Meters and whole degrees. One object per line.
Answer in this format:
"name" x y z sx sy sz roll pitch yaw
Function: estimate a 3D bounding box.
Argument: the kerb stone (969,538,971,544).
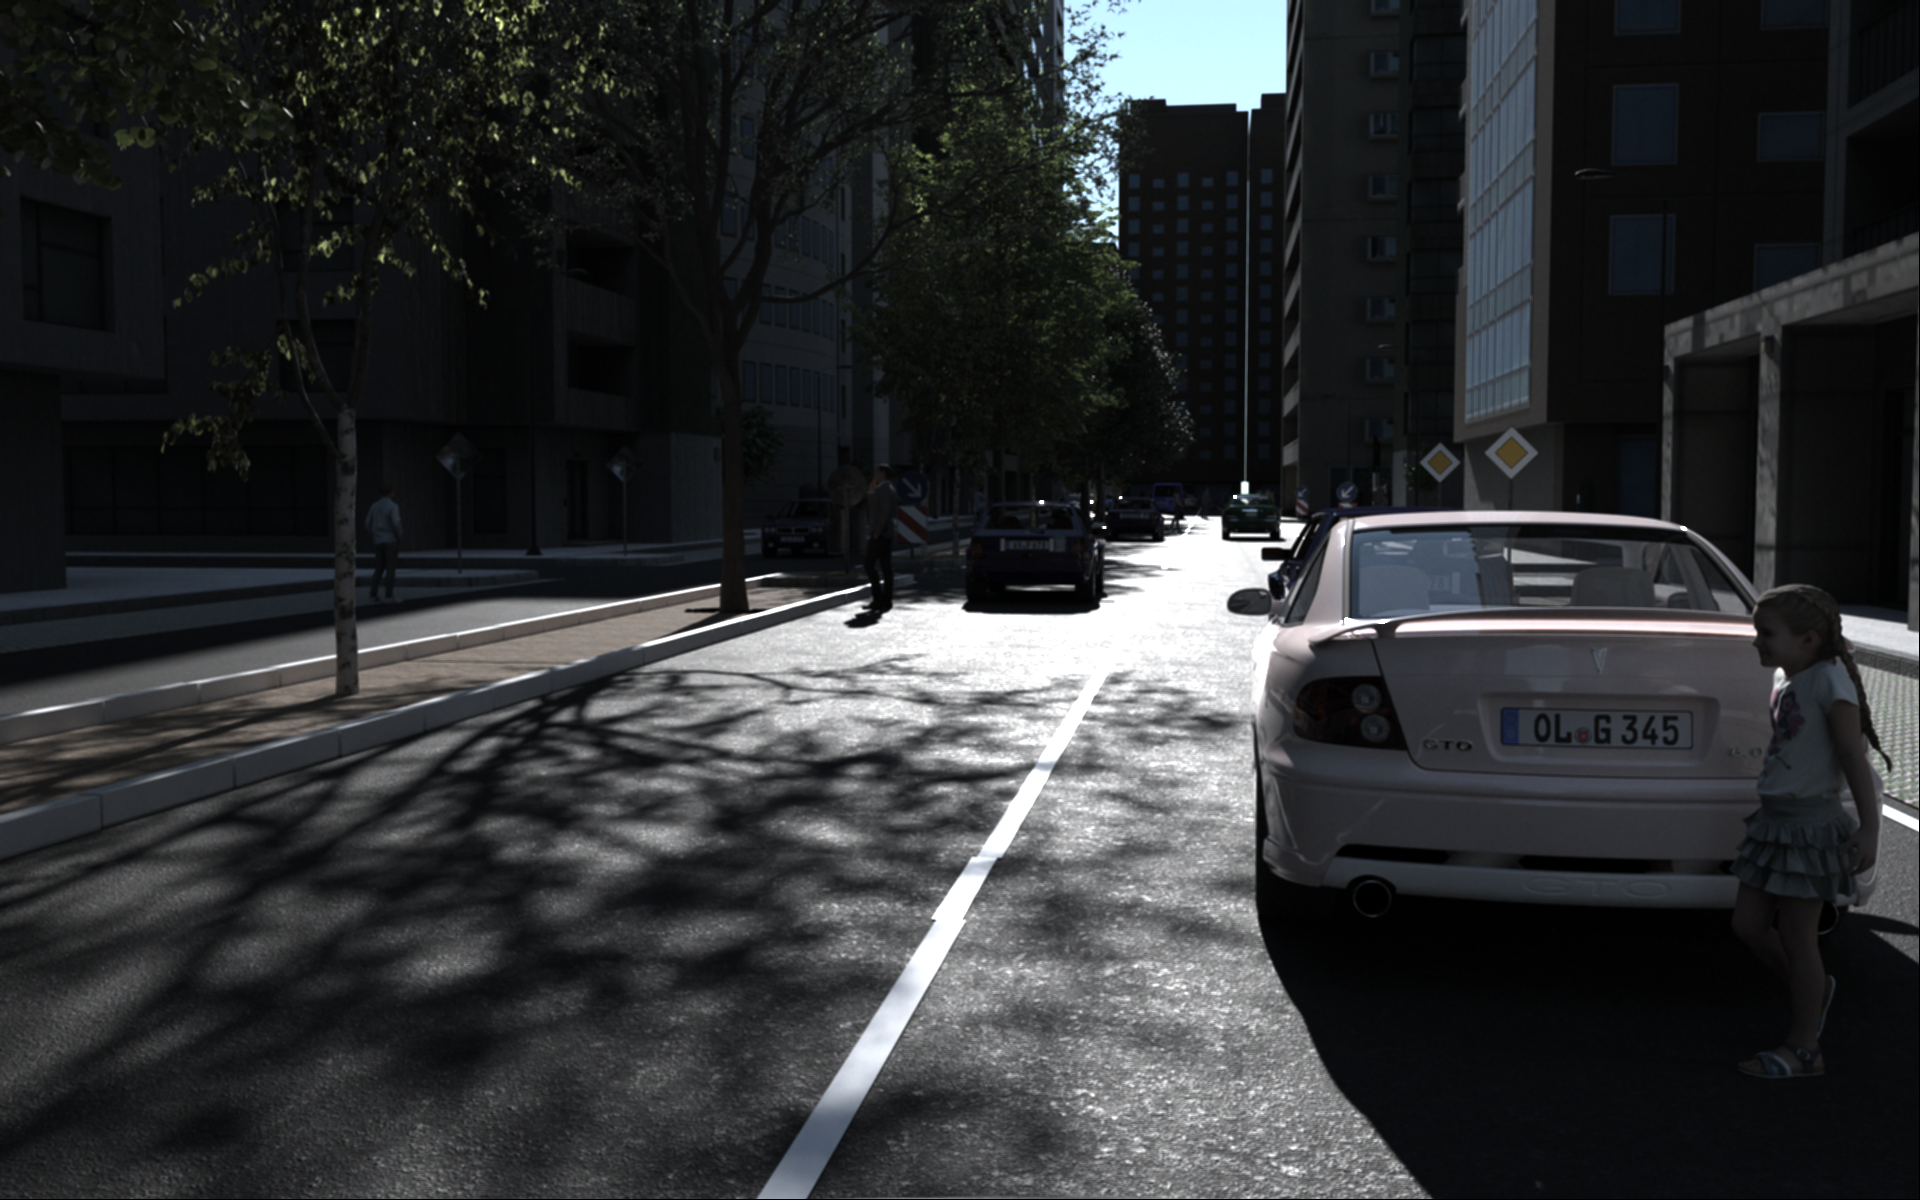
"kerb stone" 0.196 -1.657 49.340 0.120 0.150 1.000 1 4 8

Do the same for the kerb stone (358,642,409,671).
"kerb stone" -4.860 0.482 14.311 0.120 0.150 1.000 1 4 8

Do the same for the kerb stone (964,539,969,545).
"kerb stone" 0.050 -1.598 48.328 0.120 0.150 1.000 1 4 8

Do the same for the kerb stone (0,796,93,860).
"kerb stone" -3.803 0.942 6.916 0.120 0.150 1.000 1 4 8

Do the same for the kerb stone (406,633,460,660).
"kerb stone" -4.720 0.420 15.323 0.120 0.150 1.000 1 4 8

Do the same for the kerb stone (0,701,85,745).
"kerb stone" -5.442 0.732 10.252 0.120 0.150 1.000 1 4 8

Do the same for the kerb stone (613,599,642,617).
"kerb stone" -3.989 0.111 20.386 0.120 0.150 1.000 1 4 8

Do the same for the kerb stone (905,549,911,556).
"kerb stone" -1.277 -1.038 39.187 0.120 0.150 1.000 1 4 8

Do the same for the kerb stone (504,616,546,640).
"kerb stone" -4.421 0.297 17.346 0.120 0.150 1.000 1 4 8

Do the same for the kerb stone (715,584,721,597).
"kerb stone" -3.397 -0.135 24.444 0.120 0.150 1.000 1 4 8

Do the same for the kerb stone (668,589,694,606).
"kerb stone" -3.688 -0.014 22.417 0.120 0.150 1.000 1 4 8

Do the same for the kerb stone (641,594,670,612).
"kerb stone" -3.834 0.048 21.406 0.120 0.150 1.000 1 4 8

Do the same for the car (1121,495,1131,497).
"car" 16.627 -9.933 174.981 1.945 1.354 3.894 0 4 7

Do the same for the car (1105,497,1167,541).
"car" 5.519 -2.566 54.530 1.945 1.354 3.894 1 4 9

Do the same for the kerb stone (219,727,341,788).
"kerb stone" -3.515 0.812 8.944 0.120 0.150 1.000 1 4 8

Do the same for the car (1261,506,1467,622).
"car" 3.575 -0.132 14.733 1.945 1.354 3.894 0 4 7

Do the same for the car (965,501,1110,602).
"car" 1.113 -0.720 24.346 1.945 1.354 3.894 0 4 7

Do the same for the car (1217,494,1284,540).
"car" 9.378 -2.697 55.900 2.131 1.459 4.920 1 4 9

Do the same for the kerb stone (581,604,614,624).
"kerb stone" -4.126 0.173 19.370 0.120 0.150 1.000 1 4 8

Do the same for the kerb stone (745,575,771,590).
"kerb stone" -3.105 -0.260 26.475 0.120 0.150 1.000 1 4 8

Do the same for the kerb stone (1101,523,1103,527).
"kerb stone" 5.931 -3.194 74.418 0.120 0.150 1.000 1 4 8

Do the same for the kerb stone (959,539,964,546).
"kerb stone" -0.099 -1.536 47.306 0.120 0.150 1.000 1 4 8

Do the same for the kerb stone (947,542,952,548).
"kerb stone" -0.397 -1.411 45.265 0.120 0.150 1.000 1 4 8

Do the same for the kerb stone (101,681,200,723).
"kerb stone" -5.306 0.669 11.264 0.120 0.150 1.000 1 4 8

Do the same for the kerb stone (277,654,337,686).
"kerb stone" -5.000 0.545 13.292 0.120 0.150 1.000 1 4 8

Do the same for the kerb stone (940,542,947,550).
"kerb stone" -0.537 -1.347 44.253 0.120 0.150 1.000 1 4 8

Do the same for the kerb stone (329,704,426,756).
"kerb stone" -3.364 0.749 9.954 0.120 0.150 1.000 1 4 8

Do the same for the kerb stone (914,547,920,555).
"kerb stone" -1.121 -1.101 40.197 0.120 0.150 1.000 1 4 8

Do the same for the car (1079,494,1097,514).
"car" 9.305 -7.199 127.932 2.015 1.641 3.980 1 4 10

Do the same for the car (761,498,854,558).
"car" -3.413 -1.700 40.381 1.945 1.354 3.894 1 4 9

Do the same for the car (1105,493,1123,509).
"car" 14.833 -9.631 167.056 1.945 1.707 3.694 1 4 9

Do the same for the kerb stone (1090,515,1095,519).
"kerb stone" 7.954 -4.949 103.125 0.120 0.150 1.000 1 4 8

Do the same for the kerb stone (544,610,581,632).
"kerb stone" -4.277 0.235 18.357 0.120 0.150 1.000 1 4 8

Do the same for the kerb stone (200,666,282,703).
"kerb stone" -5.146 0.612 12.281 0.120 0.150 1.000 1 4 8

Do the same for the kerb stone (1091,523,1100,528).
"kerb stone" 5.638 -3.069 72.381 0.120 0.150 1.000 1 4 8

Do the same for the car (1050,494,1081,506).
"car" 6.545 -5.653 104.222 2.131 1.459 4.920 0 4 8

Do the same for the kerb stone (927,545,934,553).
"kerb stone" -0.832 -1.225 42.225 0.120 0.150 1.000 1 4 8

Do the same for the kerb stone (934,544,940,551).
"kerb stone" -0.686 -1.285 43.241 0.120 0.150 1.000 1 4 8

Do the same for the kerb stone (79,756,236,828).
"kerb stone" -3.663 0.874 7.928 0.120 0.150 1.000 1 4 8

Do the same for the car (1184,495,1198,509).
"car" 21.297 -9.213 162.992 2.083 1.381 4.827 1 4 10

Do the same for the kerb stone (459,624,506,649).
"kerb stone" -4.569 0.364 16.335 0.120 0.150 1.000 1 4 8

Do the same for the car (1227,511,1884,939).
"car" 2.134 0.324 7.066 2.083 1.381 4.827 1 4 9

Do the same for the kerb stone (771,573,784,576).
"kerb stone" -2.959 -0.324 27.490 0.120 0.150 1.000 1 4 8

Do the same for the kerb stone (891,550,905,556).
"kerb stone" -1.419 -0.977 38.172 0.120 0.150 1.000 1 4 8

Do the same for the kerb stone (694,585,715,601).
"kerb stone" -3.544 -0.075 23.429 0.120 0.150 1.000 1 4 8
